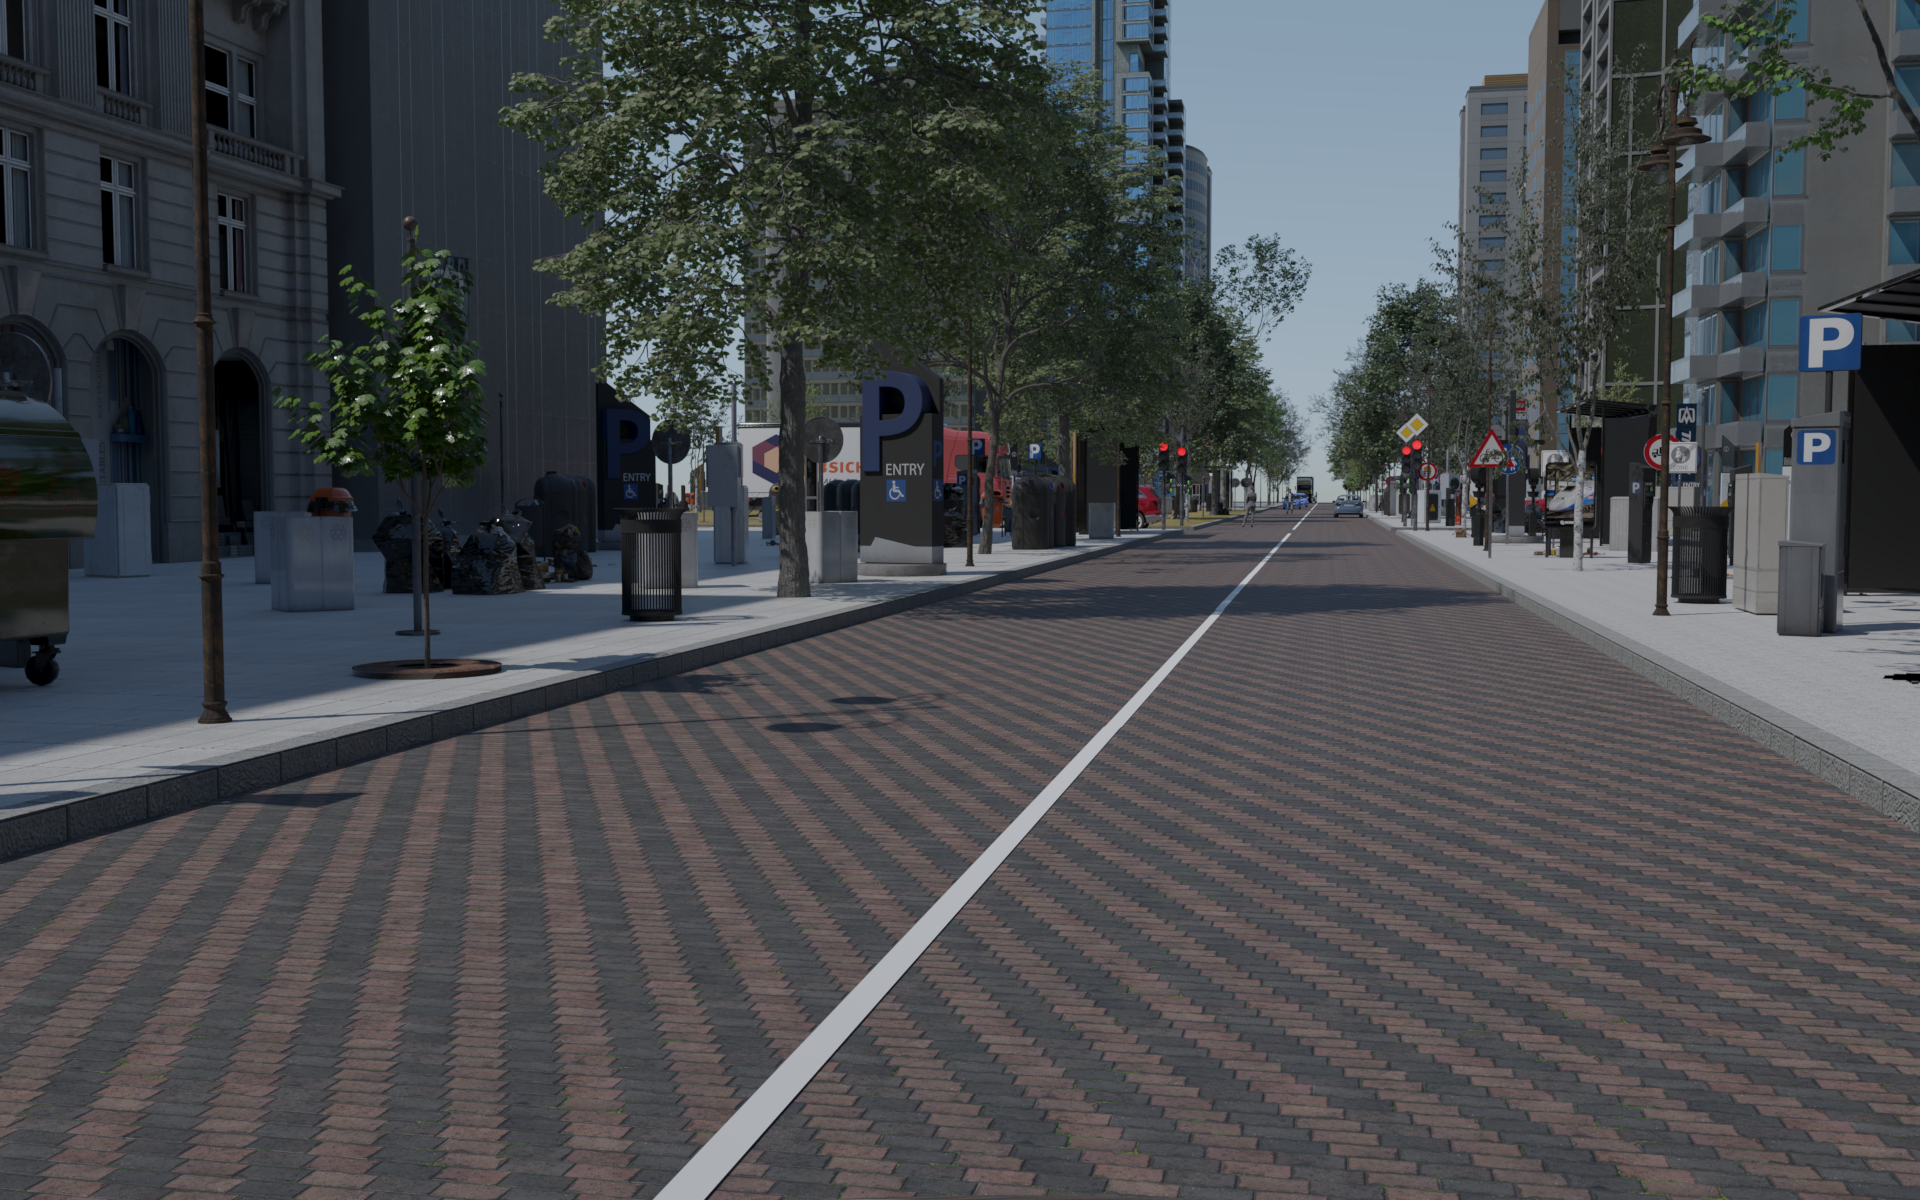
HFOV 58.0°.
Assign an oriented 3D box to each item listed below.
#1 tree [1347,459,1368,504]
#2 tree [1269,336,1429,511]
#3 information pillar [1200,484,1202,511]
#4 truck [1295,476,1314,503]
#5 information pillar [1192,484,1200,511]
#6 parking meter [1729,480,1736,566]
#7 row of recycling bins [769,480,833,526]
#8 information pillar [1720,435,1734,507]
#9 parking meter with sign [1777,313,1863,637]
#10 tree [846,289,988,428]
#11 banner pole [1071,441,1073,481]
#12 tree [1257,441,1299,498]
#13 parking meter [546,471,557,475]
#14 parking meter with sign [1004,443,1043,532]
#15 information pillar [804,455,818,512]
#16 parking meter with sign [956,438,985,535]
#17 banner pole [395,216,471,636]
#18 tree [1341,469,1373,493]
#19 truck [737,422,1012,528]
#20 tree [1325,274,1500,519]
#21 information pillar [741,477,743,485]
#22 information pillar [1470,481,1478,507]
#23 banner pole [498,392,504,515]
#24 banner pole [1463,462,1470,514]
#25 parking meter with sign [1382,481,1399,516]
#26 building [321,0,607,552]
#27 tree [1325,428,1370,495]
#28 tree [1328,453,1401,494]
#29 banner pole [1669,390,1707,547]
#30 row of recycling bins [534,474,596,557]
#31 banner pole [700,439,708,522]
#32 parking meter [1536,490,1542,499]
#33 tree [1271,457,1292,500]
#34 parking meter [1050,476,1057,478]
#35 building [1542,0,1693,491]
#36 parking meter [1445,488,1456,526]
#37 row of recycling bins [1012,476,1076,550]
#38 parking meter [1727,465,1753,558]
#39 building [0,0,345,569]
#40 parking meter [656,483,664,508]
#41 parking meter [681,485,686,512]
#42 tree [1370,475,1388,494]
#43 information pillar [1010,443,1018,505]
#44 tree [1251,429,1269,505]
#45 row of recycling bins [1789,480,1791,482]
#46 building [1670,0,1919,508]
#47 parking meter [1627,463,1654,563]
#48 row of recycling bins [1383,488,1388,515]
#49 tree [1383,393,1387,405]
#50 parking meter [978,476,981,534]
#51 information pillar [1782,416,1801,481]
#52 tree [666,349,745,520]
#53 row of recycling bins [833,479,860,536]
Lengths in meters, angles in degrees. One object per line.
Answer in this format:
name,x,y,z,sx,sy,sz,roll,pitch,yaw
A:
tree,41.860,-14.031,179.770,4.737,8.622,4.395,0,3,0
tree,31.035,-13.382,129.158,12.009,13.543,11.850,0,3,0
information pillar,18.252,-7.810,132.186,0.304,2.012,0.304,-3,5,-43
truck,55.373,-17.684,278.044,2.839,4.237,11.283,1,4,13
information pillar,17.242,-7.512,127.308,0.304,2.012,0.304,1,4,16
parking meter,13.934,-1.373,30.865,0.372,1.533,0.369,0,3,0
row of recycling bins,-5.424,-3.305,61.145,3.534,1.692,1.069,3,5,42
information pillar,30.334,-4.719,68.509,0.504,3.616,0.183,0,4,-3
parking meter with sign,8.016,-1.220,16.205,0.543,3.016,1.738,2,4,32
tree,-1.583,-6.552,57.484,4.360,8.622,3.978,0,3,0
banner pole,5.463,-5.602,81.608,0.863,3.779,0.401,3,4,36
tree,43.059,-17.616,238.381,4.737,8.622,4.395,0,3,0
parking meter,-10.477,-2.369,44.447,0.255,1.863,0.399,-1,4,-17
parking meter with sign,2.120,-3.827,58.840,0.543,3.016,1.738,2,4,34
information pillar,-2.757,-1.629,31.132,0.304,2.012,0.304,-3,5,-43
parking meter with sign,0.178,-3.504,53.550,0.543,3.016,1.738,2,4,24
banner pole,-4.818,-1.584,15.910,0.401,3.779,0.863,3,4,37
tree,45.986,-13.136,198.480,4.285,4.588,4.351,0,3,0
truck,-2.964,-4.838,68.009,11.283,4.237,2.839,1,4,11
tree,23.830,-10.619,90.630,9.611,12.733,9.660,0,3,0
information pillar,-8.081,-3.574,62.921,0.304,2.012,0.304,1,4,20
information pillar,28.836,-6.466,97.070,0.183,3.616,0.504,-3,4,-38
banner pole,-11.243,-3.212,42.537,0.401,3.779,0.863,-1,4,-15
banner pole,32.919,-7.519,112.956,0.401,3.779,0.863,-3,4,-39
parking meter with sign,25.647,-6.460,101.878,1.738,3.016,0.543,2,4,34
building,-25.936,-13.965,47.401,30.058,24.678,14.314,1,4,12
tree,51.456,-18.828,225.956,7.486,12.596,7.792,0,3,0
tree,40.163,-14.164,165.994,8.767,10.594,7.601,3,5,41
banner pole,17.755,-3.178,41.980,0.863,3.779,0.401,1,4,10
row of recycling bins,-8.400,-1.813,36.754,1.069,1.692,3.534,0,4,-4
banner pole,-11.597,-5.464,79.356,0.401,3.779,0.863,2,4,32
parking meter,39.706,-6.748,118.735,0.372,1.533,0.369,0,3,0
tree,50.781,-19.896,275.654,4.360,8.622,3.978,0,3,0
parking meter,3.106,-3.148,57.188,0.255,1.863,0.399,1,4,14
building,54.736,-42.015,125.196,20.563,71.187,20.611,1,4,12
parking meter,19.458,-3.687,68.700,0.372,1.533,0.369,0,3,0
row of recycling bins,1.987,-2.093,41.331,1.069,1.692,3.534,1,4,18
parking meter,15.494,-1.757,34.436,0.399,1.863,0.255,0,4,4
building,-21.631,-11.305,26.634,13.314,21.916,24.055,1,4,12
parking meter,-15.813,-5.225,91.147,0.255,1.863,0.399,3,5,40
parking meter,-17.890,-6.500,111.983,0.255,1.863,0.399,0,4,-2
tree,35.167,-9.129,143.862,1.663,3.219,1.824,0,3,0
information pillar,2.373,-5.294,77.911,0.504,3.616,0.183,1,4,18
tree,35.021,-17.423,195.230,12.009,13.543,11.850,0,3,0
row of recycling bins,20.680,-2.183,42.809,1.069,1.692,3.534,-2,4,-33
building,52.259,-28.576,86.830,30.456,49.044,23.786,1,4,12
parking meter,12.629,-1.616,32.126,0.255,1.863,0.399,-2,4,-26
row of recycling bins,26.274,-6.011,105.391,1.069,1.692,3.534,1,4,13
tree,22.202,-8.073,82.357,4.360,8.622,3.978,0,3,0
parking meter,0.513,-3.080,56.072,0.255,1.863,0.399,1,4,10
information pillar,25.111,-3.728,52.305,0.183,3.616,0.504,-3,5,-42
tree,-12.979,-8.329,86.540,4.360,8.622,3.978,0,3,0
row of recycling bins,-1.958,-2.663,50.648,3.534,1.692,1.069,3,4,38
